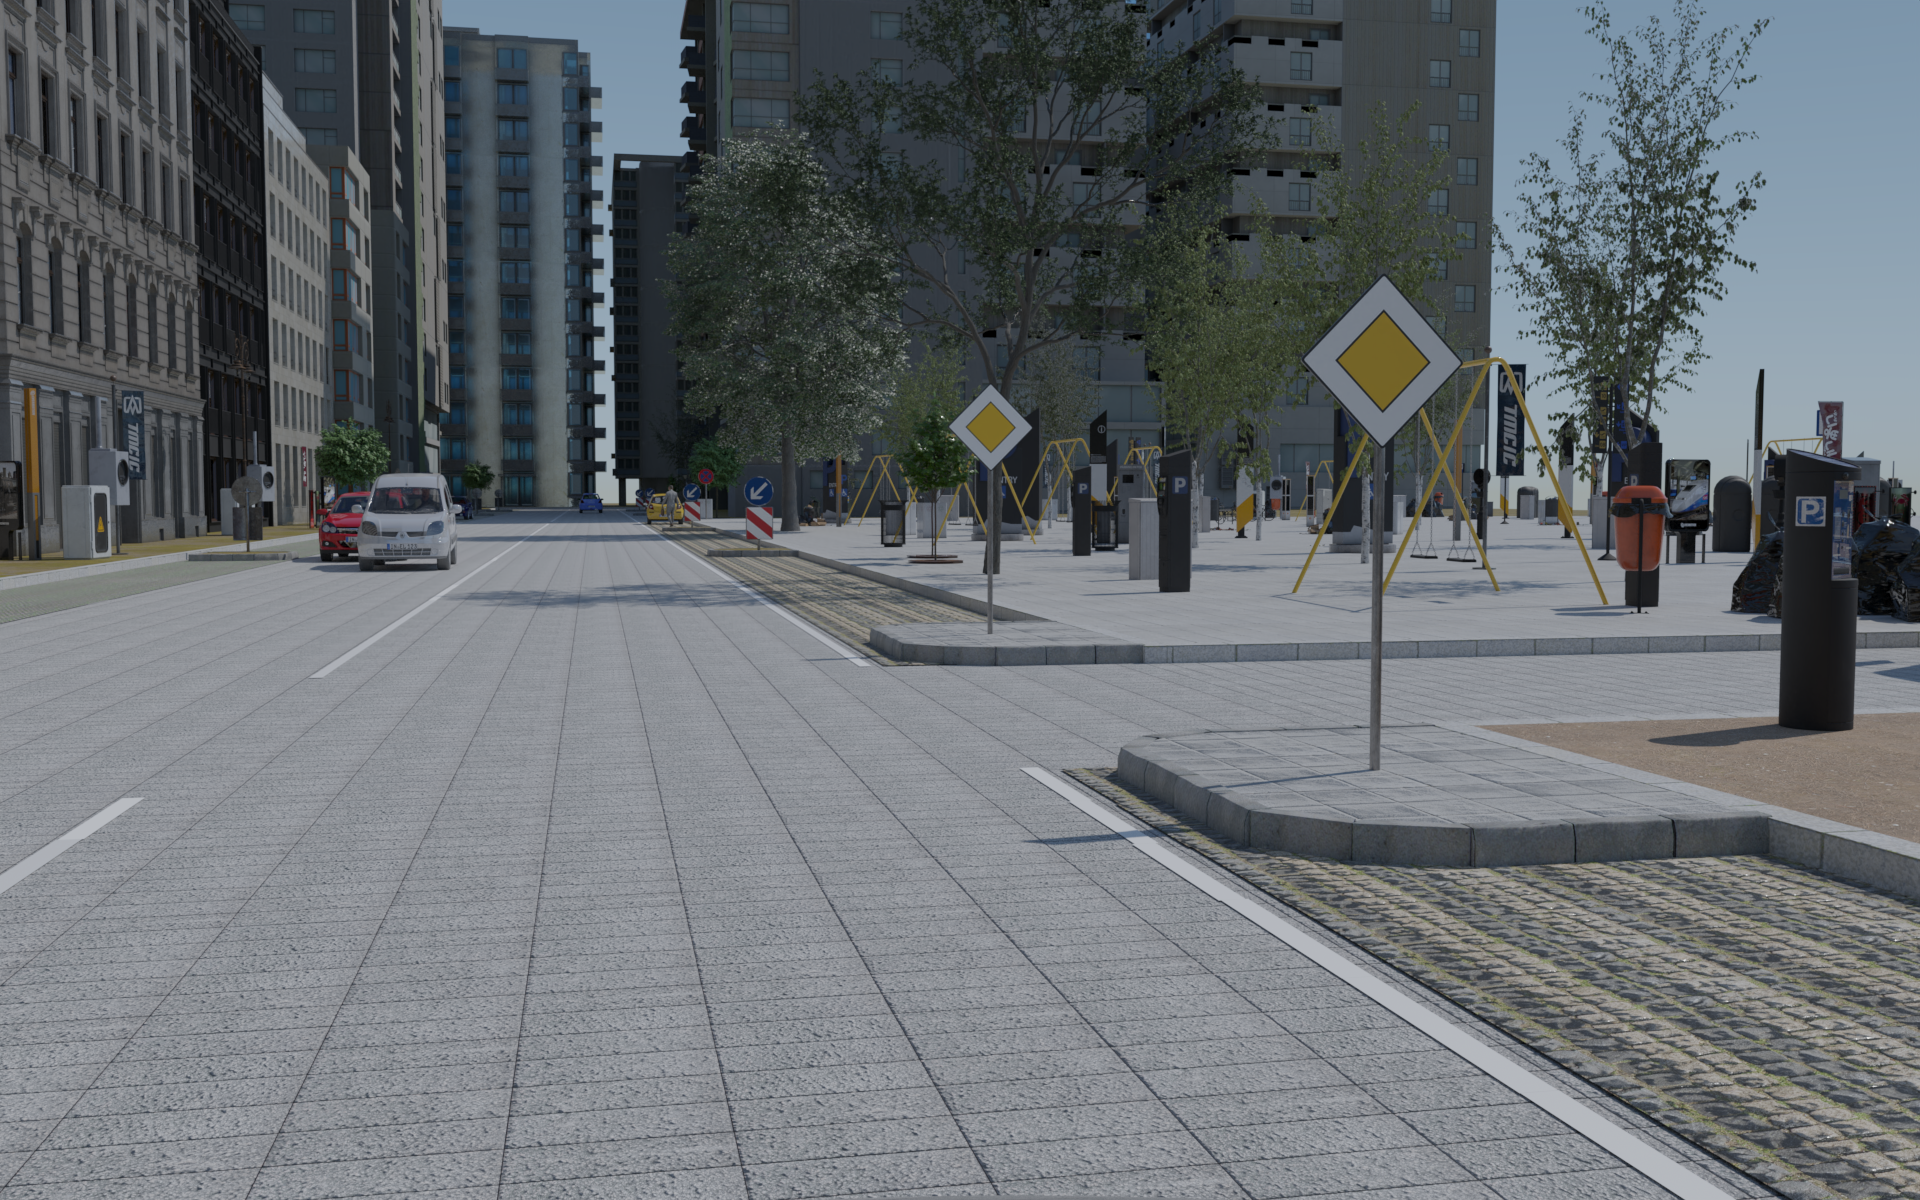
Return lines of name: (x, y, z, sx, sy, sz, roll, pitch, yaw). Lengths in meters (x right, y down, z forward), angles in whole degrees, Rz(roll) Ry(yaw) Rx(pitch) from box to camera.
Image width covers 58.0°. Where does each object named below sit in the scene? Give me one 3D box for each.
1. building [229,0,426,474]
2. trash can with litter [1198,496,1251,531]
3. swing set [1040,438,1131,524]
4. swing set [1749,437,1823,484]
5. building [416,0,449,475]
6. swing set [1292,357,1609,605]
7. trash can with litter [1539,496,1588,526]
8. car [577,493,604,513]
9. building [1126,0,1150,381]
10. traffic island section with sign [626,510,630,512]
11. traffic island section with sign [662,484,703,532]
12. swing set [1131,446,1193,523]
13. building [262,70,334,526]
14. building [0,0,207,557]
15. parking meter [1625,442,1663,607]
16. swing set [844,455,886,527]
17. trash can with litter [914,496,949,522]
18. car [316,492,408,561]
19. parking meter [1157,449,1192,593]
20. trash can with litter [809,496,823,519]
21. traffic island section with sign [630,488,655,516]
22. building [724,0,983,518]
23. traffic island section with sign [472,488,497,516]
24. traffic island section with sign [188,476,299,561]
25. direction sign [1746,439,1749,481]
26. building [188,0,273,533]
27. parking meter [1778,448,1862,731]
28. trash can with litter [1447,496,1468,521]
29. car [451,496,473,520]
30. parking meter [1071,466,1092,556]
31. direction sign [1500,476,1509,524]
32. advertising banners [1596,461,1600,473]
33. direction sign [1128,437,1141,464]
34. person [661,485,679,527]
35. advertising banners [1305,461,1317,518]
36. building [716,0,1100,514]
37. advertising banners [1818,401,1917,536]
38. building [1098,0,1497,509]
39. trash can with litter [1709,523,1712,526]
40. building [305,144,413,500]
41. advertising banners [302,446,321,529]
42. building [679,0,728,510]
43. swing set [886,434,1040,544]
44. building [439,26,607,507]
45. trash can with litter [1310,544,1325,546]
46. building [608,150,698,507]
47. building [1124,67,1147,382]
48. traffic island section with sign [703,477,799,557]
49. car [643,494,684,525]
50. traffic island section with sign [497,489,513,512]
building: (-45.089, -26.658, 119.455, 14.154, 41.232, 14.086, -1, 4, -12)
trash can with litter: (9.284, -3.055, 61.014, 2.233, 1.210, 1.678, -1, 4, -12)
swing set: (3.032, -3.207, 50.062, 2.862, 2.851, 3.119, -1, 4, -12)
swing set: (23.691, -3.138, 48.918, 2.862, 2.851, 3.119, 0, 4, -2)
building: (-56.341, -33.730, 140.727, 27.495, 52.752, 28.713, -1, 4, -12)
swing set: (5.901, -1.450, 21.321, 2.862, 2.851, 3.119, 0, 4, -8)
trash can with litter: (24.702, -3.669, 71.049, 2.233, 1.210, 1.678, 0, 4, 6)
car: (-27.762, -7.377, 130.199, 1.945, 1.707, 3.694, -1, 4, -13)
building: (15.827, -53.841, 192.967, 31.000, 86.520, 22.319, -1, 4, -12)
traffic island section with sign: (-26.472, -8.176, 142.299, 1.989, 1.847, 2.006, -1, 4, -12)
traffic island section with sign: (-10.466, -3.552, 66.699, 1.989, 1.847, 2.006, -1, 4, -12)
swing set: (6.208, -3.692, 57.992, 2.862, 2.851, 3.119, -1, 4, -9)
building: (-33.882, -13.461, 74.840, 10.420, 20.320, 16.860, -1, 4, -12)
building: (-25.688, -11.824, 42.477, 9.793, 20.994, 18.267, -1, 4, -12)
parking meter: (7.814, -0.862, 19.807, 0.255, 1.863, 0.399, 0, 4, -4)
swing set: (-3.041, -4.412, 69.749, 2.862, 2.851, 3.119, -1, 4, -15)
trash can with litter: (-1.596, -4.197, 79.674, 2.233, 1.210, 1.678, 2, 4, 31)
car: (-13.048, -1.793, 38.358, 2.155, 1.783, 4.494, -1, 4, -13)
parking meter: (2.800, -1.036, 22.653, 0.399, 1.863, 0.255, -1, 4, -21)
trash can with litter: (-7.292, -4.807, 89.982, 1.055, 1.170, 0.624, 1, 4, 16)
traffic island section with sign: (-20.832, -6.545, 115.646, 1.989, 1.847, 2.006, -1, 4, -12)
building: (-6.821, -25.561, 101.512, 14.154, 41.232, 14.086, -1, 4, -12)
traffic island section with sign: (-31.514, -6.395, 113.192, 1.989, 1.847, 2.006, -1, 4, -12)
traffic island section with sign: (-15.543, -1.778, 37.701, 1.989, 1.847, 2.006, -1, 4, -12)
direction sign: (32.588, -4.876, 71.724, 0.379, 3.537, 0.876, 2, 4, 26)
building: (-31.452, -14.000, 58.583, 12.332, 23.373, 15.834, -1, 4, -12)
parking meter: (4.717, -0.067, 9.502, 0.372, 1.533, 0.369, 0, 3, 0)
trash can with litter: (23.728, -4.360, 82.668, 0.624, 1.170, 1.055, -3, 4, -36)
car: (-28.217, -5.146, 96.722, 1.945, 1.354, 3.894, -1, 4, -11)
parking meter: (2.507, -1.845, 35.883, 0.399, 1.863, 0.255, 0, 4, -8)
direction sign: (23.289, -5.013, 73.958, 0.876, 3.537, 0.379, -1, 4, -13)
advertising banners: (34.076, -5.803, 91.074, 0.090, 3.025, 2.074, -1, 4, -20)
direction sign: (6.937, -4.701, 68.859, 0.379, 3.537, 0.876, 3, 4, 38)
person: (-12.442, -4.020, 74.352, 0.709, 1.813, 0.853, -3, 5, -39)
advertising banners: (19.014, -5.927, 93.094, 0.090, 3.025, 2.074, 3, 4, 38)
building: (-2.873, -32.665, 123.314, 28.713, 52.752, 27.495, -1, 4, -12)
advertising banners: (17.134, -2.237, 32.761, 2.074, 3.025, 0.090, 0, 4, -8)
building: (30.433, -34.874, 159.433, 27.495, 52.752, 28.713, -1, 4, -12)
trash can with litter: (30.098, -3.541, 68.955, 1.678, 1.210, 2.233, -1, 4, -19)
building: (-46.845, -15.445, 97.562, 27.650, 21.520, 28.899, -1, 4, -12)
advertising banners: (-24.075, -4.164, 64.265, 0.090, 3.025, 2.074, 0, 4, -4)
building: (-12.757, -30.321, 150.376, 22.147, 44.769, 28.867, -1, 4, -12)
swing set: (0.034, -2.893, 44.921, 2.862, 2.851, 3.119, -2, 4, -23)
building: (-52.607, -34.294, 180.308, 30.456, 49.044, 23.786, -1, 4, -12)
trash can with litter: (9.578, -1.894, 42.032, 1.678, 1.210, 2.233, 0, 4, -8)
building: (-26.179, -30.476, 190.161, 23.993, 40.220, 32.217, -1, 4, -12)
building: (8.673, -29.273, 162.200, 14.086, 41.232, 14.154, -1, 4, -12)
traffic island section with sign: (-4.826, -1.922, 40.057, 1.989, 1.847, 2.006, -1, 4, -12)
car: (-14.050, -4.417, 82.445, 2.015, 1.641, 3.980, -1, 4, -10)
traffic island section with sign: (-37.123, -8.014, 139.650, 1.989, 1.847, 2.006, -1, 4, -12)
